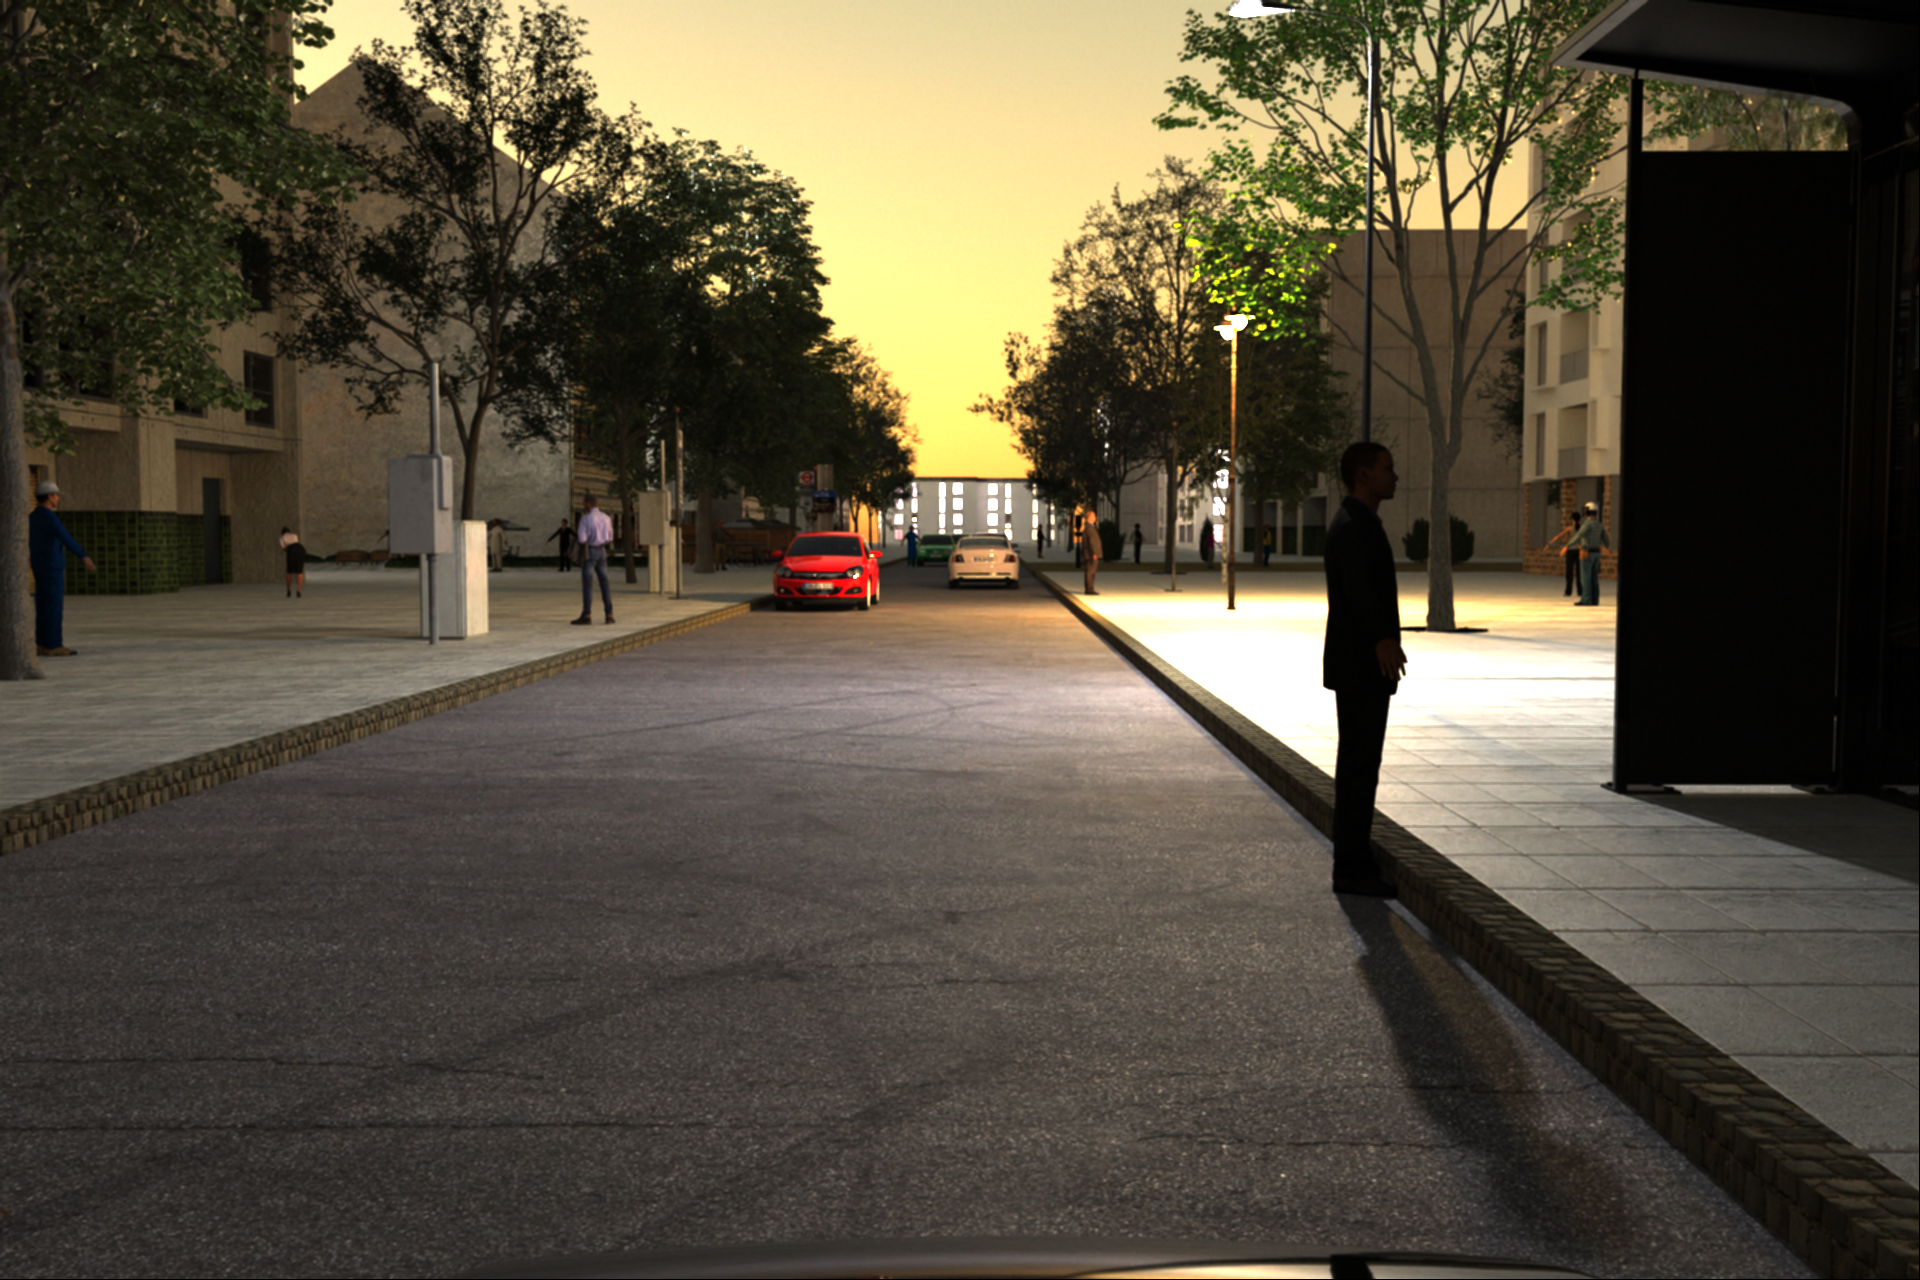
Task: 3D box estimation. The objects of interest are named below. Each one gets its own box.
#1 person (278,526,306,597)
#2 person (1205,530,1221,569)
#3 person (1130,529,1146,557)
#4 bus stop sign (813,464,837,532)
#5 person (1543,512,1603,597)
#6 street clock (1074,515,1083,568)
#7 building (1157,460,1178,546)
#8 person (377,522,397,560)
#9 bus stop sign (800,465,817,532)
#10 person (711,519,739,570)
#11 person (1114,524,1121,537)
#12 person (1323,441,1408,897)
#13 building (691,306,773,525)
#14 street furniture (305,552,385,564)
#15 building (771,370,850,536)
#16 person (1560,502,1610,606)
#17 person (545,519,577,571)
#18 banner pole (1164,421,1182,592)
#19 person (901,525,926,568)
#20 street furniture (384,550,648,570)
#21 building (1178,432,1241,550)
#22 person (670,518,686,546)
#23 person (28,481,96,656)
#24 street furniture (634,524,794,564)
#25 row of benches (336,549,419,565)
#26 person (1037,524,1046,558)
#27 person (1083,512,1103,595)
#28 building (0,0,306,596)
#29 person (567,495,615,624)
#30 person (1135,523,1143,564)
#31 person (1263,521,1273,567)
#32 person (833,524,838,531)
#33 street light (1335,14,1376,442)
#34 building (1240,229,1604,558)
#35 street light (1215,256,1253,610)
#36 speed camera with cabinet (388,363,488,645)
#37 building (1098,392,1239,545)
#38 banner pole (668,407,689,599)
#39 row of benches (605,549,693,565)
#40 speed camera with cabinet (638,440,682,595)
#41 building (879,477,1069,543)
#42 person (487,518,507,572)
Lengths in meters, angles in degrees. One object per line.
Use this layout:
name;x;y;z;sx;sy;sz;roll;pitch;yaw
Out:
person;-13.620;-1.595;35.302;0.799;1.438;0.628;1;4;19
person;9.228;-3.304;63.280;0.599;1.433;0.991;-2;4;-27
person;9.765;-5.457;95.409;0.705;1.806;1.347;-2;4;-32
bus stop sign;-5.121;-4.695;65.777;0.837;3.901;0.837;0;4;2
person;12.617;-1.761;35.608;1.217;1.737;0.721;0;4;1
street clock;4.465;-3.717;65.335;0.358;2.002;0.471;0;4;0
building;27.297;-14.977;187.013;9.099;9.664;28.070;0;4;0
person;-22.963;-3.906;70.004;0.704;1.843;1.345;2;4;33
bus stop sign;-5.785;-4.800;67.181;0.855;3.939;0.416;0;4;1
person;-8.470;-3.366;61.311;1.348;1.796;0.705;-2;4;-32
person;8.004;-5.097;89.198;0.705;1.847;1.347;-2;4;-27
person;1.652;0.104;6.989;0.704;1.802;1.346;1;4;12
building;-25.437;-18.799;138.291;19.493;23.208;18.063;0;4;1
street furniture;-30.780;-3.694;76.022;10.072;0.657;5.734;0;4;0
building;-22.004;-21.909;189.138;19.493;23.208;18.063;0;4;1
person;11.255;-1.540;31.016;1.345;1.849;0.704;-2;4;-35
person;-13.571;-3.254;59.388;1.347;1.806;0.705;1;4;15
banner pole;4.761;-2.954;38.314;0.401;3.779;0.863;0;4;1
person;-2.045;-4.013;74.198;1.347;1.817;0.704;-3;5;-40
street furniture;-16.540;-3.083;66.041;10.072;0.657;5.734;-1;4;-11
building;23.636;-12.178;141.255;9.099;9.664;28.070;0;4;1
person;-8.711;-2.827;52.677;0.721;1.778;1.216;-3;5;-43
person;-9.607;-0.760;18.311;1.347;1.842;0.705;2;4;34
street furniture;-11.046;-4.488;80.233;11.010;1.723;9.812;2;4;31
row of benches;-23.701;-3.442;71.731;4.104;0.672;1.422;0;4;5
person;4.351;-5.331;93.294;0.704;1.812;1.346;1;4;21
person;2.813;-1.839;36.667;0.434;1.755;0.990;0;4;0
building;-25.486;-9.938;28.944;16.747;18.905;31.486;0;3;0
person;-5.273;-1.147;24.659;0.599;1.838;0.709;3;5;44
person;7.805;-4.186;75.162;0.721;1.740;1.216;1;4;14
person;11.952;-3.701;66.978;0.721;1.772;1.216;1;4;20
person;-6.853;-5.502;95.740;0.705;1.856;1.354;0;4;0
street light;4.120;-2.608;15.175;1.470;5.913;1.316;0;4;1
building;28.507;-14.848;109.223;16.747;18.905;31.486;0;4;1
street light;4.586;-3.443;29.088;0.468;5.910;1.993;0;4;1
speed camera with cabinet;-6.275;-1.622;20.858;0.660;3.252;2.038;0;4;1
building;27.039;-21.740;221.910;16.747;18.905;31.486;0;4;1
banner pole;-5.560;-2.712;34.365;0.401;3.779;0.863;0;4;2
row of benches;-13.112;-3.423;71.436;4.104;0.672;1.422;0;4;-2
speed camera with cabinet;-6.445;-2.621;37.188;0.660;3.252;2.038;0;4;0
building;2.072;-18.956;254.540;28.070;9.664;9.099;0;4;-4
person;-15.742;-3.220;58.736;1.344;1.819;0.704;3;4;38
